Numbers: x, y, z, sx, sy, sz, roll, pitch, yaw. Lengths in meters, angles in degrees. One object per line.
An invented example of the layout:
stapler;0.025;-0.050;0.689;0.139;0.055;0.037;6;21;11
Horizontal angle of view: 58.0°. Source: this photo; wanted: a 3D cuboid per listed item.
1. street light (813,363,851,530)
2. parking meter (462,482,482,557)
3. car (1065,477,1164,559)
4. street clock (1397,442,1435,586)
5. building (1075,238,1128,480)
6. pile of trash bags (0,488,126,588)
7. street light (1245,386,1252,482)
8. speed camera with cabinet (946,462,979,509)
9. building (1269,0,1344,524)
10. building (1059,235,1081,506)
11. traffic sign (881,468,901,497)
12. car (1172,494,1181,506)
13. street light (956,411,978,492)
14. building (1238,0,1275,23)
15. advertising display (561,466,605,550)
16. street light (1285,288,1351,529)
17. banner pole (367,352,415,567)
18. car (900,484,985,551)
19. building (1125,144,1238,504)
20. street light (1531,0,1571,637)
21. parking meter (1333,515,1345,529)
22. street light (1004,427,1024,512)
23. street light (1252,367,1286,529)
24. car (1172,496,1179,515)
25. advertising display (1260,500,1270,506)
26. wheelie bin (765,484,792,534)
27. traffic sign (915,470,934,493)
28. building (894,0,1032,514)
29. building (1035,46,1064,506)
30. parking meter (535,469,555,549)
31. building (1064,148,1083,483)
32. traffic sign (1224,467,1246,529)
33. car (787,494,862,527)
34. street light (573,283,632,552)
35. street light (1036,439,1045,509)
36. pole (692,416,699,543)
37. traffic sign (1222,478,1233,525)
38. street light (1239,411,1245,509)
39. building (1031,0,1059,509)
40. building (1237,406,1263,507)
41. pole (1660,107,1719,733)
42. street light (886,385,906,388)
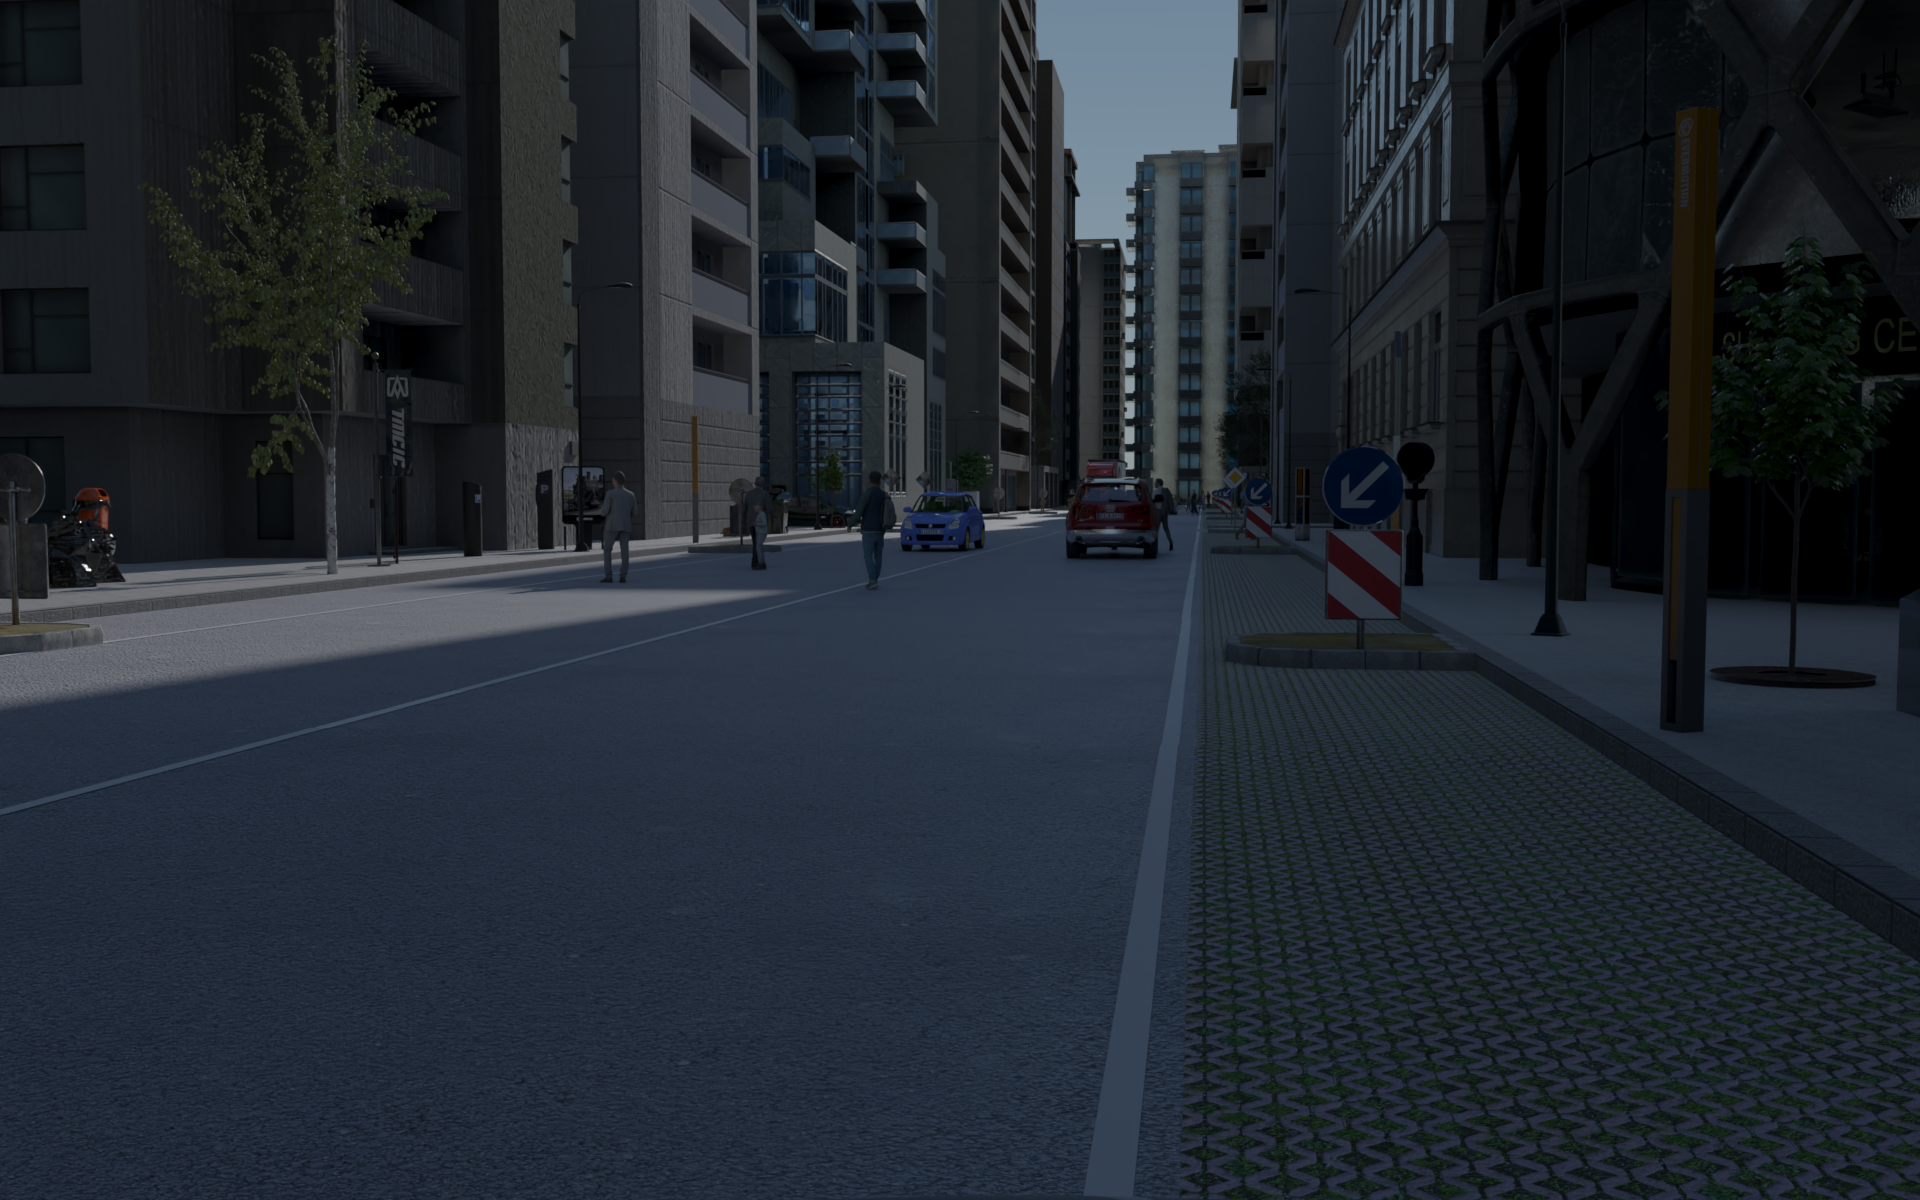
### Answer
street light;-4.550;-5.454;61.712;1.470;5.913;1.316;0;4;8
parking meter;-10.034;-1.666;35.649;0.372;1.533;0.369;0;3;0
car;3.565;-1.920;40.058;2.281;1.827;5.304;0;4;7
street clock;6.339;-1.196;24.129;0.358;2.002;0.471;-3;5;-43
building;11.628;-33.998;247.747;23.993;40.220;32.217;0;4;8
pile of trash bags;-13.032;-0.932;24.999;1.912;1.369;3.447;-1;4;-8
street light;13.037;-6.201;73.935;1.470;5.913;1.316;0;4;8
speed camera with cabinet;0.136;-6.811;105.692;2.038;3.252;0.660;1;4;18
building;28.669;-32.709;76.796;28.212;58.520;21.231;0;4;8
building;5.820;-25.699;191.874;14.160;30.474;14.107;0;4;8
traffic sign;-2.621;-3.794;65.681;0.795;2.450;0.064;0;4;8
car;26.655;-12.617;216.516;2.015;1.641;3.980;1;4;8
street light;0.332;-7.637;97.402;1.470;5.913;1.316;0;4;8
building;33.632;-32.724;124.271;28.713;52.752;27.495;0;4;8
advertising display;-8.645;-2.112;39.753;0.974;1.923;0.123;-1;4;-20
street light;8.212;-4.069;39.076;1.470;5.913;1.316;0;4;8
banner pole;-10.088;-2.486;30.660;0.863;3.779;0.401;0;4;-1
car;-0.427;-2.133;44.468;1.945;1.707;3.694;1;4;10
building;38.366;-37.920;239.599;30.456;49.044;23.786;0;4;8
street light;4.833;-2.636;15.644;1.470;5.913;1.316;0;4;8
parking meter;10.565;-2.600;48.229;0.255;1.863;0.399;2;4;24
street light;3.730;-9.070;120.832;1.470;5.913;1.316;0;4;8
street light;11.555;-5.569;63.592;1.470;5.913;1.316;0;4;8
car;14.158;-6.619;120.584;2.083;1.381;4.827;1;4;10
advertising display;16.851;-5.551;95.972;0.974;1.923;0.123;-2;4;-35
wheelie bin;-5.897;-2.939;55.958;0.980;1.594;0.693;1;4;11
traffic sign;-1.511;-4.278;73.589;0.795;2.450;0.064;0;4;8
building;-6.565;-30.523;122.760;21.300;48.544;21.600;0;4;8
building;3.119;-32.227;177.025;14.600;45.320;14.200;0;4;8
parking meter;-9.624;-2.108;40.178;0.399;1.863;0.255;0;4;-2
building;1.508;-34.217;214.079;28.867;44.769;22.147;0;4;8
traffic sign;10.145;-3.684;63.875;0.795;2.450;0.064;0;4;8
car;-5.983;-3.671;69.810;4.222;1.686;2.009;0;4;7
street light;-7.886;-4.020;38.274;1.470;5.913;1.316;0;4;8
street light;7.020;-10.523;144.594;1.470;5.913;1.316;0;4;8
pole;-6.936;-3.152;45.384;0.158;3.312;0.155;0;3;0
traffic sign;11.255;-4.168;71.782;0.795;2.450;0.064;0;4;8
street light;16.350;-7.635;97.377;1.470;5.913;1.316;0;4;8
building;-1.400;-44.102;159.325;20.563;71.187;20.611;0;4;8
building;37.748;-33.149;165.686;21.300;48.544;21.600;0;4;8
pole;3.915;-0.945;9.296;0.158;3.312;0.155;0;3;0
street light;-2.989;-6.183;73.634;1.470;5.913;1.316;0;4;8
